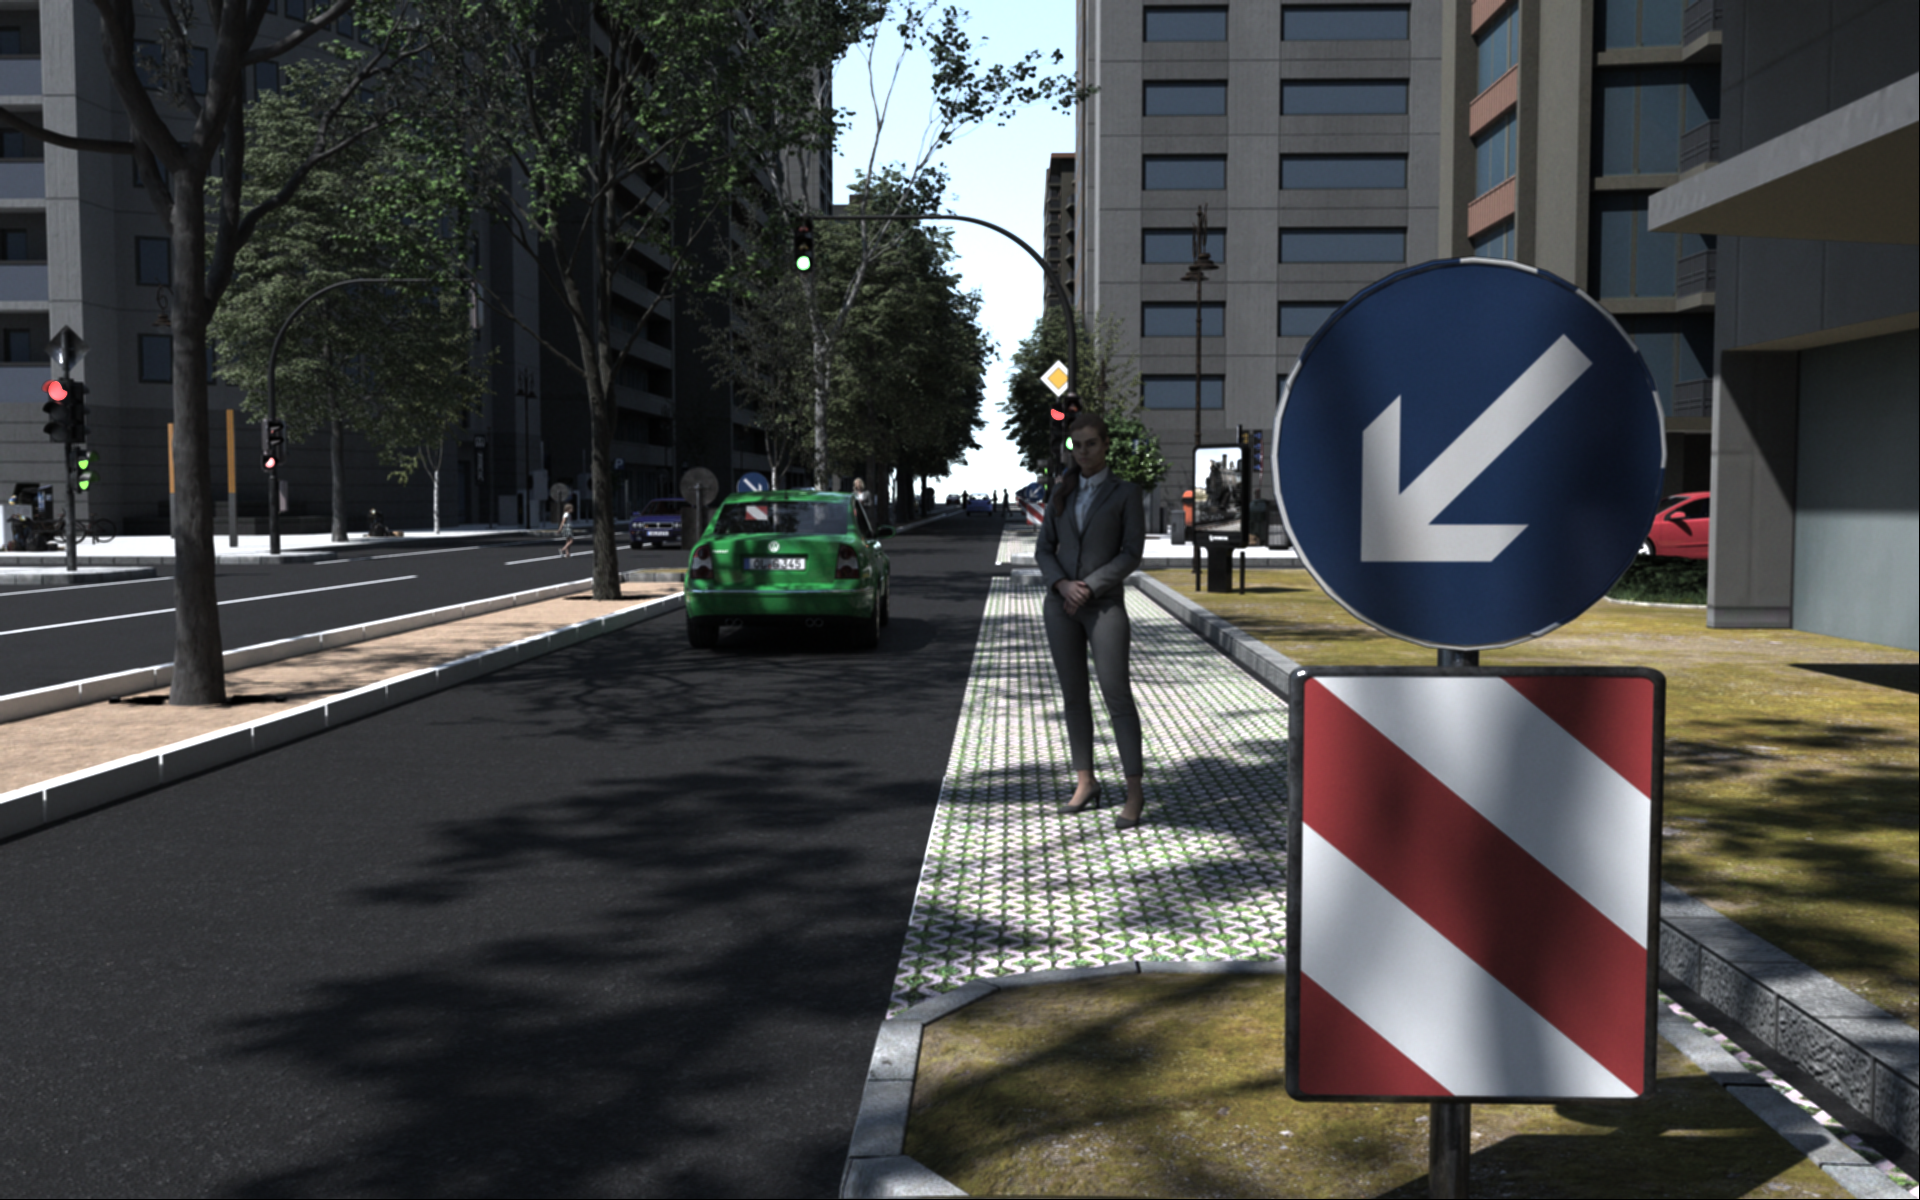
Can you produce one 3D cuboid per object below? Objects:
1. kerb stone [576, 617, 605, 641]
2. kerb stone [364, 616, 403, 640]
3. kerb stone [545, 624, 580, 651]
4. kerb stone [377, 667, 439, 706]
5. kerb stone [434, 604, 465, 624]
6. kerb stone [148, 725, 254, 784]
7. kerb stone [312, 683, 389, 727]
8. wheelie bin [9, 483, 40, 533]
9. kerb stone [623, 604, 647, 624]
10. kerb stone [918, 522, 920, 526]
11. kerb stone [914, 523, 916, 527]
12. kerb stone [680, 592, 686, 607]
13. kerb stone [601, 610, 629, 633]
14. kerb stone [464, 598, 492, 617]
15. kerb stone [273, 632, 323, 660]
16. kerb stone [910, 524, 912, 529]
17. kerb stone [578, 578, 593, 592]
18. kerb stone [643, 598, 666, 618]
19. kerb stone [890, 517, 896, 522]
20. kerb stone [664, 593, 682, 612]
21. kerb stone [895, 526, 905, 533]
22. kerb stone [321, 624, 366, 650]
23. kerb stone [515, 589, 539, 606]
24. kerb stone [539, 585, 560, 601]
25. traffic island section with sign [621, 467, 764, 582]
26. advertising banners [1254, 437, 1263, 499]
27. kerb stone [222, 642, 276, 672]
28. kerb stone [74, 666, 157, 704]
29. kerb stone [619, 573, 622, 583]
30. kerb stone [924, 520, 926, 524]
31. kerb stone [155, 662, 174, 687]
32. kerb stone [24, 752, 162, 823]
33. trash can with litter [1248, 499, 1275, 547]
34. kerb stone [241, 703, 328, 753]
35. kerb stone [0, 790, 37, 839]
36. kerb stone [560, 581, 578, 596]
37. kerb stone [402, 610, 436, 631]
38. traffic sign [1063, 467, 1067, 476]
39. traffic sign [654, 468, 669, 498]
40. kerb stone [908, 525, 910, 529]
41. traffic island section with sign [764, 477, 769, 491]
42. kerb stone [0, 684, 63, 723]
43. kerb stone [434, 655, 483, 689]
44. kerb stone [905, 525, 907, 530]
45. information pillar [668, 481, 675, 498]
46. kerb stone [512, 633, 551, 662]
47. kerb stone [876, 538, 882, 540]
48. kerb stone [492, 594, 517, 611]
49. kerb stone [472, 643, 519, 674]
[{"bbox_3d":[-3.746,0.301,17.268,0.120,0.150,1.000,0,4,2],"label":"kerb stone"},{"bbox_3d":[-5.835,0.297,17.341,0.120,0.150,1.000,0,4,2],"label":"kerb stone"},{"bbox_3d":[-3.774,0.364,16.241,0.120,0.150,1.000,0,4,2],"label":"kerb stone"},{"bbox_3d":[-3.897,0.615,12.146,0.120,0.150,1.000,0,4,2],"label":"kerb stone"},{"bbox_3d":[-5.784,0.172,19.385,0.120,0.150,1.000,0,4,2],"label":"kerb stone"},{"bbox_3d":[-3.985,0.808,9.062,0.120,0.150,1.000,0,4,2],"label":"kerb stone"},{"bbox_3d":[-3.924,0.681,11.120,0.120,0.150,1.000,0,4,2],"label":"kerb stone"},{"bbox_3d":[-26.460,-2.530,49.271,0.693,1.594,0.980,3,4,38],"label":"wheelie bin"},{"bbox_3d":[-3.682,0.176,19.326,0.120,0.150,1.000,0,4,2],"label":"kerb stone"},{"bbox_3d":[-1.970,-3.303,76.199,0.120,0.150,1.000,0,4,2],"label":"kerb stone"},{"bbox_3d":[-2.063,-3.115,73.128,0.120,0.150,1.000,0,4,2],"label":"kerb stone"},{"bbox_3d":[-3.585,-0.012,22.400,0.120,0.150,1.000,0,4,2],"label":"kerb stone"},{"bbox_3d":[-3.700,0.238,18.299,0.120,0.150,1.000,0,4,2],"label":"kerb stone"},{"bbox_3d":[-5.749,0.109,20.406,0.120,0.150,1.000,0,4,2],"label":"kerb stone"},{"bbox_3d":[-5.908,0.422,15.288,0.120,0.150,1.000,0,4,2],"label":"kerb stone"},{"bbox_3d":[-2.150,-2.924,70.061,0.120,0.150,1.000,0,4,2],"label":"kerb stone"},{"bbox_3d":[-5.603,-0.197,25.532,0.120,0.150,1.000,0,4,2],"label":"kerb stone"},{"bbox_3d":[-3.648,0.113,20.347,0.120,0.150,1.000,0,4,2],"label":"kerb stone"},{"bbox_3d":[-3.550,-4.366,93.722,0.120,0.150,1.000,0,4,2],"label":"kerb stone"},{"bbox_3d":[-3.618,0.050,21.373,0.120,0.150,1.000,0,4,2],"label":"kerb stone"},{"bbox_3d":[-2.274,-2.675,65.961,0.120,0.150,1.000,0,4,2],"label":"kerb stone"},{"bbox_3d":[-5.869,0.359,16.319,0.120,0.150,1.000,0,4,2],"label":"kerb stone"},{"bbox_3d":[-5.682,-0.016,22.453,0.120,0.150,1.000,0,4,2],"label":"kerb stone"},{"bbox_3d":[-5.655,-0.079,23.488,0.120,0.150,1.000,0,4,2],"label":"kerb stone"},{"bbox_3d":[-4.457,-1.266,28.843,2.006,1.907,1.989,0,4,2],"label":"traffic island section with sign"},{"bbox_3d":[9.412,-3.573,54.607,0.090,3.025,2.074,0,4,4],"label":"advertising banners"},{"bbox_3d":[-5.928,0.485,14.266,0.120,0.150,1.000,0,4,2],"label":"kerb stone"},{"bbox_3d":[-5.992,0.610,12.223,0.120,0.150,1.000,0,4,2],"label":"kerb stone"},{"bbox_3d":[-5.526,-0.330,27.595,0.120,0.150,1.000,0,4,2],"label":"kerb stone"},{"bbox_3d":[-1.816,-3.618,81.344,0.120,0.150,1.000,0,4,2],"label":"kerb stone"},{"bbox_3d":[-5.959,0.553,13.245,0.120,0.150,1.000,0,4,2],"label":"kerb stone"},{"bbox_3d":[-4.020,0.868,8.037,0.120,0.150,1.000,0,4,2],"label":"kerb stone"},{"bbox_3d":[7.313,-1.900,42.445,0.624,1.170,1.055,2,4,25],"label":"trash can with litter"},{"bbox_3d":[-3.954,0.748,10.086,0.120,0.150,1.000,0,4,2],"label":"kerb stone"},{"bbox_3d":[-4.050,0.930,7.013,0.120,0.150,1.000,0,4,2],"label":"kerb stone"},{"bbox_3d":[-5.621,-0.141,24.510,0.120,0.150,1.000,0,4,2],"label":"kerb stone"},{"bbox_3d":[-5.812,0.235,18.363,0.120,0.150,1.000,0,4,2],"label":"kerb stone"},{"bbox_3d":[5.027,-4.789,78.404,0.768,2.556,0.104,0,4,6],"label":"traffic sign"},{"bbox_3d":[-14.799,-5.249,85.933,0.768,2.556,0.104,1,4,9],"label":"traffic sign"},{"bbox_3d":[-2.191,-2.865,69.040,0.120,0.150,1.000,0,4,2],"label":"kerb stone"},{"bbox_3d":[-4.226,-1.719,36.246,2.006,1.907,1.989,0,4,2],"label":"traffic island section with sign"},{"bbox_3d":[-6.018,0.674,11.193,0.120,0.150,1.000,0,4,2],"label":"kerb stone"},{"bbox_3d":[-3.862,0.558,13.168,0.120,0.150,1.000,0,4,2],"label":"kerb stone"},{"bbox_3d":[-2.245,-2.736,66.983,0.120,0.150,1.000,0,4,2],"label":"kerb stone"},{"bbox_3d":[-16.100,-5.643,96.756,0.304,2.012,0.304,0,4,5],"label":"information pillar"},{"bbox_3d":[-3.806,0.429,15.217,0.120,0.150,1.000,0,4,2],"label":"kerb stone"},{"bbox_3d":[-2.557,-2.111,56.711,0.120,0.150,1.000,0,4,2],"label":"kerb stone"},{"bbox_3d":[-5.721,0.049,21.429,0.120,0.150,1.000,0,4,2],"label":"kerb stone"},{"bbox_3d":[-3.835,0.491,14.194,0.120,0.150,1.000,0,4,2],"label":"kerb stone"}]
